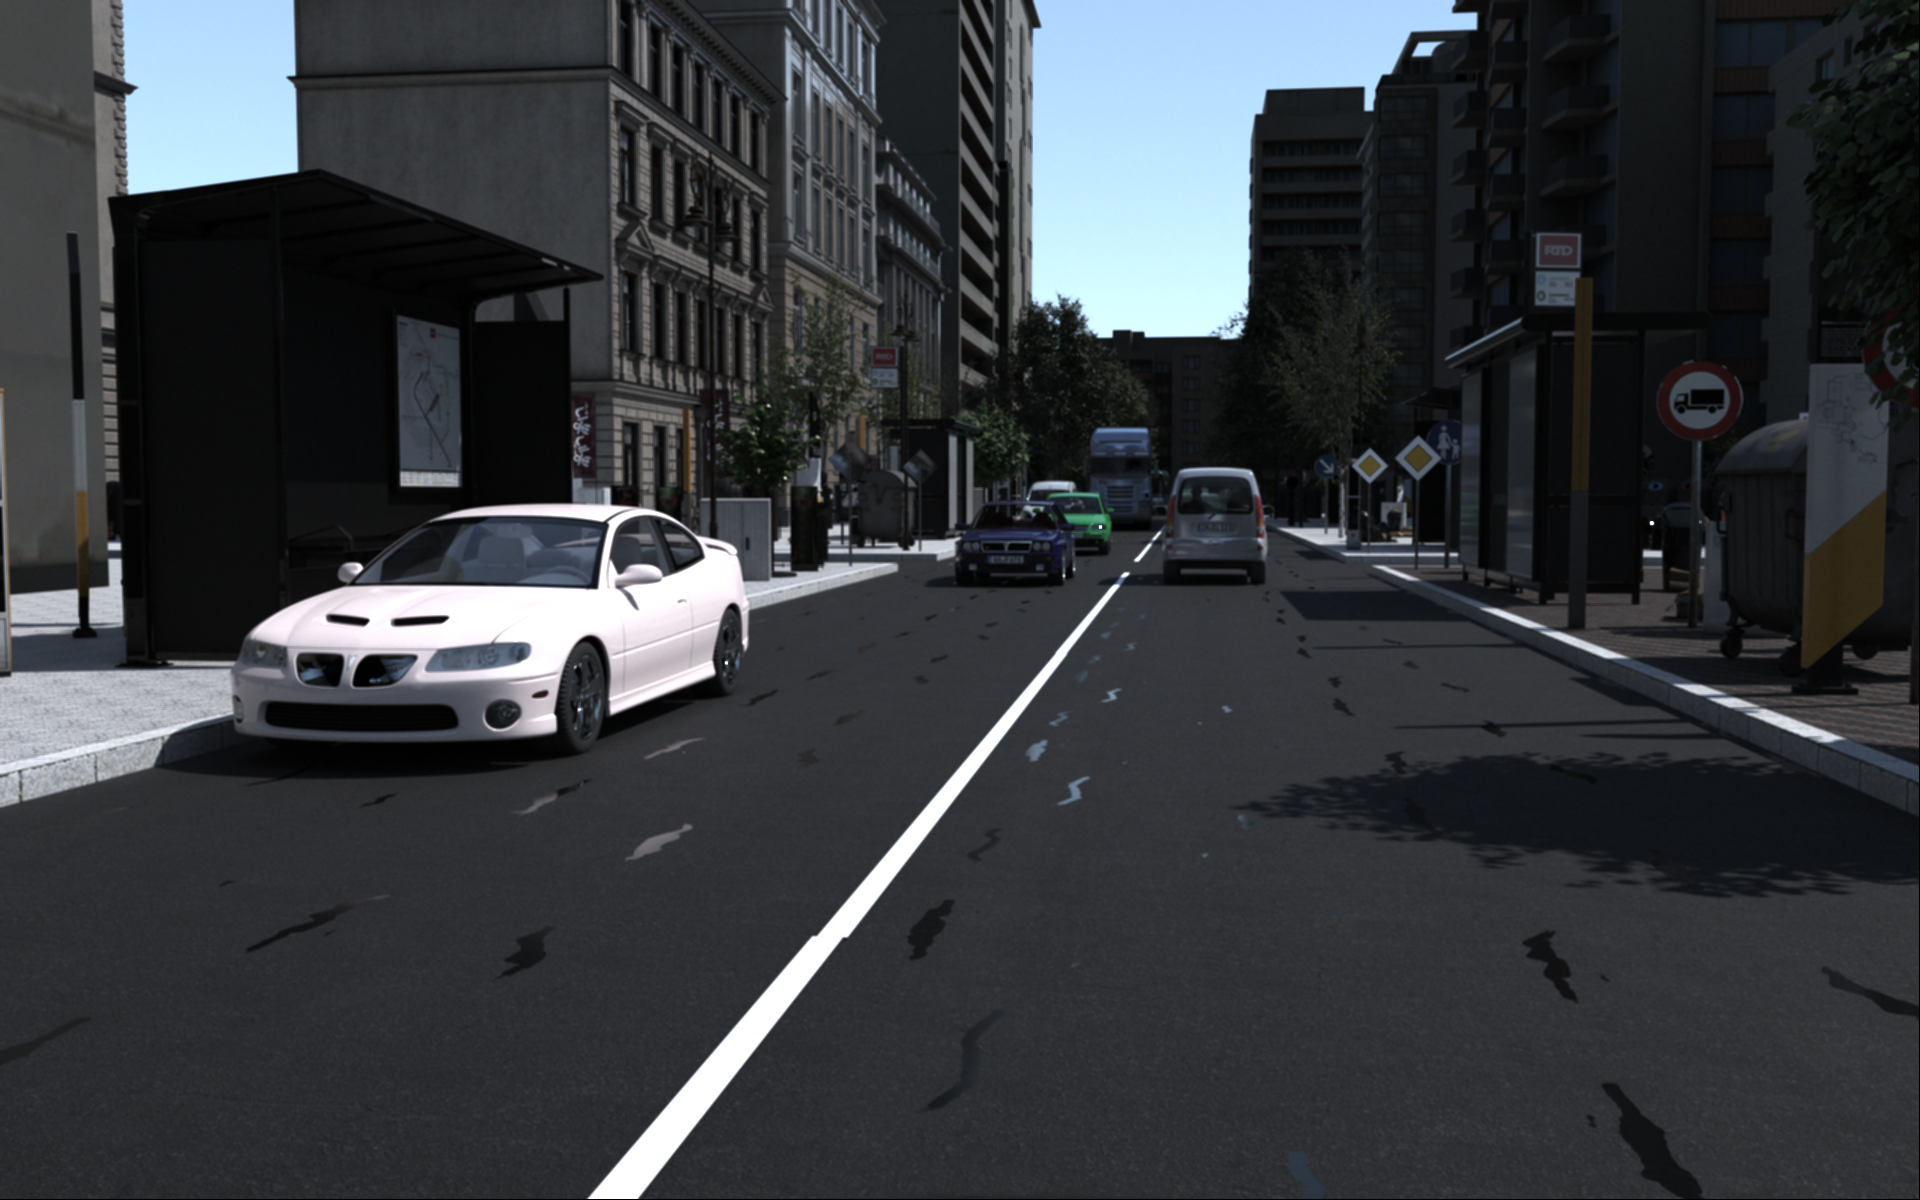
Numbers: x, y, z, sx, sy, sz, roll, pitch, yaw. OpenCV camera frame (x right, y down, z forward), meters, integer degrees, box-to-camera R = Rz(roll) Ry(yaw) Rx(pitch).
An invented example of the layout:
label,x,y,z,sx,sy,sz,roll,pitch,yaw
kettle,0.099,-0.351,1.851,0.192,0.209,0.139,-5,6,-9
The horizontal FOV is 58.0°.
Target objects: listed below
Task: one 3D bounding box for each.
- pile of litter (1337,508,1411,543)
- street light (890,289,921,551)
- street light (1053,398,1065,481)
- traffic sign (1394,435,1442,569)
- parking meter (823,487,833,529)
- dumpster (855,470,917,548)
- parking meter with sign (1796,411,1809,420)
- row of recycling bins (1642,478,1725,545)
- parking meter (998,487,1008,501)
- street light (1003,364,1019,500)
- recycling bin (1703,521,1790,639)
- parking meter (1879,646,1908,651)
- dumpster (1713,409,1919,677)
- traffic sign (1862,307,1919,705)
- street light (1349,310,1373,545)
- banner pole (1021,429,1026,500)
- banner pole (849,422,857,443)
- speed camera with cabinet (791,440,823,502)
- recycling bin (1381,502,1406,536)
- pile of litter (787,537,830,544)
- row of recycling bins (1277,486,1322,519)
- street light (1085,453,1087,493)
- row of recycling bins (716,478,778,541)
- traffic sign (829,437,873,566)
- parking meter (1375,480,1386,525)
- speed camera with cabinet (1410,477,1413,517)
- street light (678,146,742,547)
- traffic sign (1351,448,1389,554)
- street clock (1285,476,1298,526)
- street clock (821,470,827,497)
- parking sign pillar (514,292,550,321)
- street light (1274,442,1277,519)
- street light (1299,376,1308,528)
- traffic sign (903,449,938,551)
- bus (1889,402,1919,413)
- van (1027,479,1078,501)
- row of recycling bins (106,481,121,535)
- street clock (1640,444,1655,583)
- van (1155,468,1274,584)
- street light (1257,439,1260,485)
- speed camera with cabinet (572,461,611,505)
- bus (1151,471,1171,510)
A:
label,x,y,z,sx,sy,sz,roll,pitch,yaw
pile of litter,10.917,-1.973,46.225,1.176,0.858,1.719,-2,4,-26
street light,-1.223,-4.066,39.268,0.468,5.910,1.993,0,4,8
street light,4.811,-6.794,83.872,0.468,5.910,1.993,0,4,8
traffic sign,7.763,-1.576,29.415,0.795,2.450,0.064,0,4,8
parking meter,-4.876,-3.389,63.816,0.372,1.533,0.369,0,3,0
dumpster,-1.791,-2.207,41.835,1.264,1.857,1.865,0,4,8
parking meter with sign,18.543,-2.465,36.561,1.738,3.016,0.543,-1,4,-14
row of recycling bins,18.142,-2.249,43.876,3.534,1.692,1.069,3,5,45
parking meter,1.653,-3.554,66.518,0.372,1.533,0.369,0,3,0
street light,1.822,-5.446,61.826,0.468,5.910,1.993,0,4,8
recycling bin,7.260,-0.199,15.804,0.722,1.027,0.722,3,4,38
parking meter,7.652,-0.523,14.266,0.399,1.863,0.255,1,4,18
dumpster,6.443,-0.426,12.727,1.264,1.857,1.865,0,4,7
traffic sign,5.851,-0.637,10.514,0.768,2.556,0.104,1,4,13
street light,10.110,-4.342,43.783,0.468,5.910,1.993,0,4,8
banner pole,2.439,-4.682,66.564,0.401,3.779,0.863,1,4,15
banner pole,-3.671,-4.295,60.243,0.401,3.779,0.863,-2,4,-30
speed camera with cabinet,-5.351,-4.052,60.589,0.660,3.252,2.038,-1,4,-22
recycling bin,13.377,-2.500,53.427,0.722,1.027,0.722,1,4,18
pile of litter,-3.908,-1.892,44.902,1.176,0.858,1.719,0,4,5
row of recycling bins,18.092,-5.220,92.455,1.069,1.692,3.534,-1,4,-22
street light,7.703,-8.143,105.930,0.468,5.910,1.993,0,4,8
row of recycling bins,-5.648,-2.370,45.864,1.069,1.692,3.534,1,4,14
traffic sign,-1.943,-1.656,30.724,0.795,2.450,0.064,0,4,8
parking meter,17.242,-3.999,71.099,0.399,1.863,0.255,-1,4,-16
speed camera with cabinet,25.415,-6.261,96.706,0.660,3.252,2.038,3,5,41
street light,-3.359,-3.100,23.470,0.468,5.910,1.993,0,4,8
traffic sign,8.818,-2.060,37.330,0.795,2.450,0.064,0,4,8
street clock,13.384,-3.995,69.890,0.471,2.002,0.358,-1,4,-22
street clock,-4.161,-2.841,51.023,0.471,2.002,0.358,2,4,25
parking sign pillar,-5.055,-1.935,20.112,1.447,3.967,1.447,-2,4,-29
street light,16.139,-7.068,88.355,0.468,5.910,1.993,0,4,8
street light,13.098,-5.720,66.316,0.468,5.910,1.993,0,4,8
traffic sign,-0.888,-2.141,38.640,0.795,2.450,0.064,0,4,8
bus,23.206,-2.442,31.476,12.252,3.916,2.896,0,4,6
van,2.840,-2.858,53.735,2.013,2.044,4.112,0,4,8
row of recycling bins,-26.834,-2.956,55.442,1.069,1.692,3.534,0,4,4
street clock,9.787,-1.256,25.098,0.471,2.002,0.358,-1,4,-19
van,4.278,-1.352,29.121,2.013,2.044,4.112,0,4,8
street light,19.014,-8.430,110.617,0.468,5.910,1.993,0,4,8
speed camera with cabinet,-10.039,-3.178,46.293,2.038,3.252,0.660,2,4,35
bus,14.677,-8.470,133.337,2.948,3.499,13.247,1,4,9
